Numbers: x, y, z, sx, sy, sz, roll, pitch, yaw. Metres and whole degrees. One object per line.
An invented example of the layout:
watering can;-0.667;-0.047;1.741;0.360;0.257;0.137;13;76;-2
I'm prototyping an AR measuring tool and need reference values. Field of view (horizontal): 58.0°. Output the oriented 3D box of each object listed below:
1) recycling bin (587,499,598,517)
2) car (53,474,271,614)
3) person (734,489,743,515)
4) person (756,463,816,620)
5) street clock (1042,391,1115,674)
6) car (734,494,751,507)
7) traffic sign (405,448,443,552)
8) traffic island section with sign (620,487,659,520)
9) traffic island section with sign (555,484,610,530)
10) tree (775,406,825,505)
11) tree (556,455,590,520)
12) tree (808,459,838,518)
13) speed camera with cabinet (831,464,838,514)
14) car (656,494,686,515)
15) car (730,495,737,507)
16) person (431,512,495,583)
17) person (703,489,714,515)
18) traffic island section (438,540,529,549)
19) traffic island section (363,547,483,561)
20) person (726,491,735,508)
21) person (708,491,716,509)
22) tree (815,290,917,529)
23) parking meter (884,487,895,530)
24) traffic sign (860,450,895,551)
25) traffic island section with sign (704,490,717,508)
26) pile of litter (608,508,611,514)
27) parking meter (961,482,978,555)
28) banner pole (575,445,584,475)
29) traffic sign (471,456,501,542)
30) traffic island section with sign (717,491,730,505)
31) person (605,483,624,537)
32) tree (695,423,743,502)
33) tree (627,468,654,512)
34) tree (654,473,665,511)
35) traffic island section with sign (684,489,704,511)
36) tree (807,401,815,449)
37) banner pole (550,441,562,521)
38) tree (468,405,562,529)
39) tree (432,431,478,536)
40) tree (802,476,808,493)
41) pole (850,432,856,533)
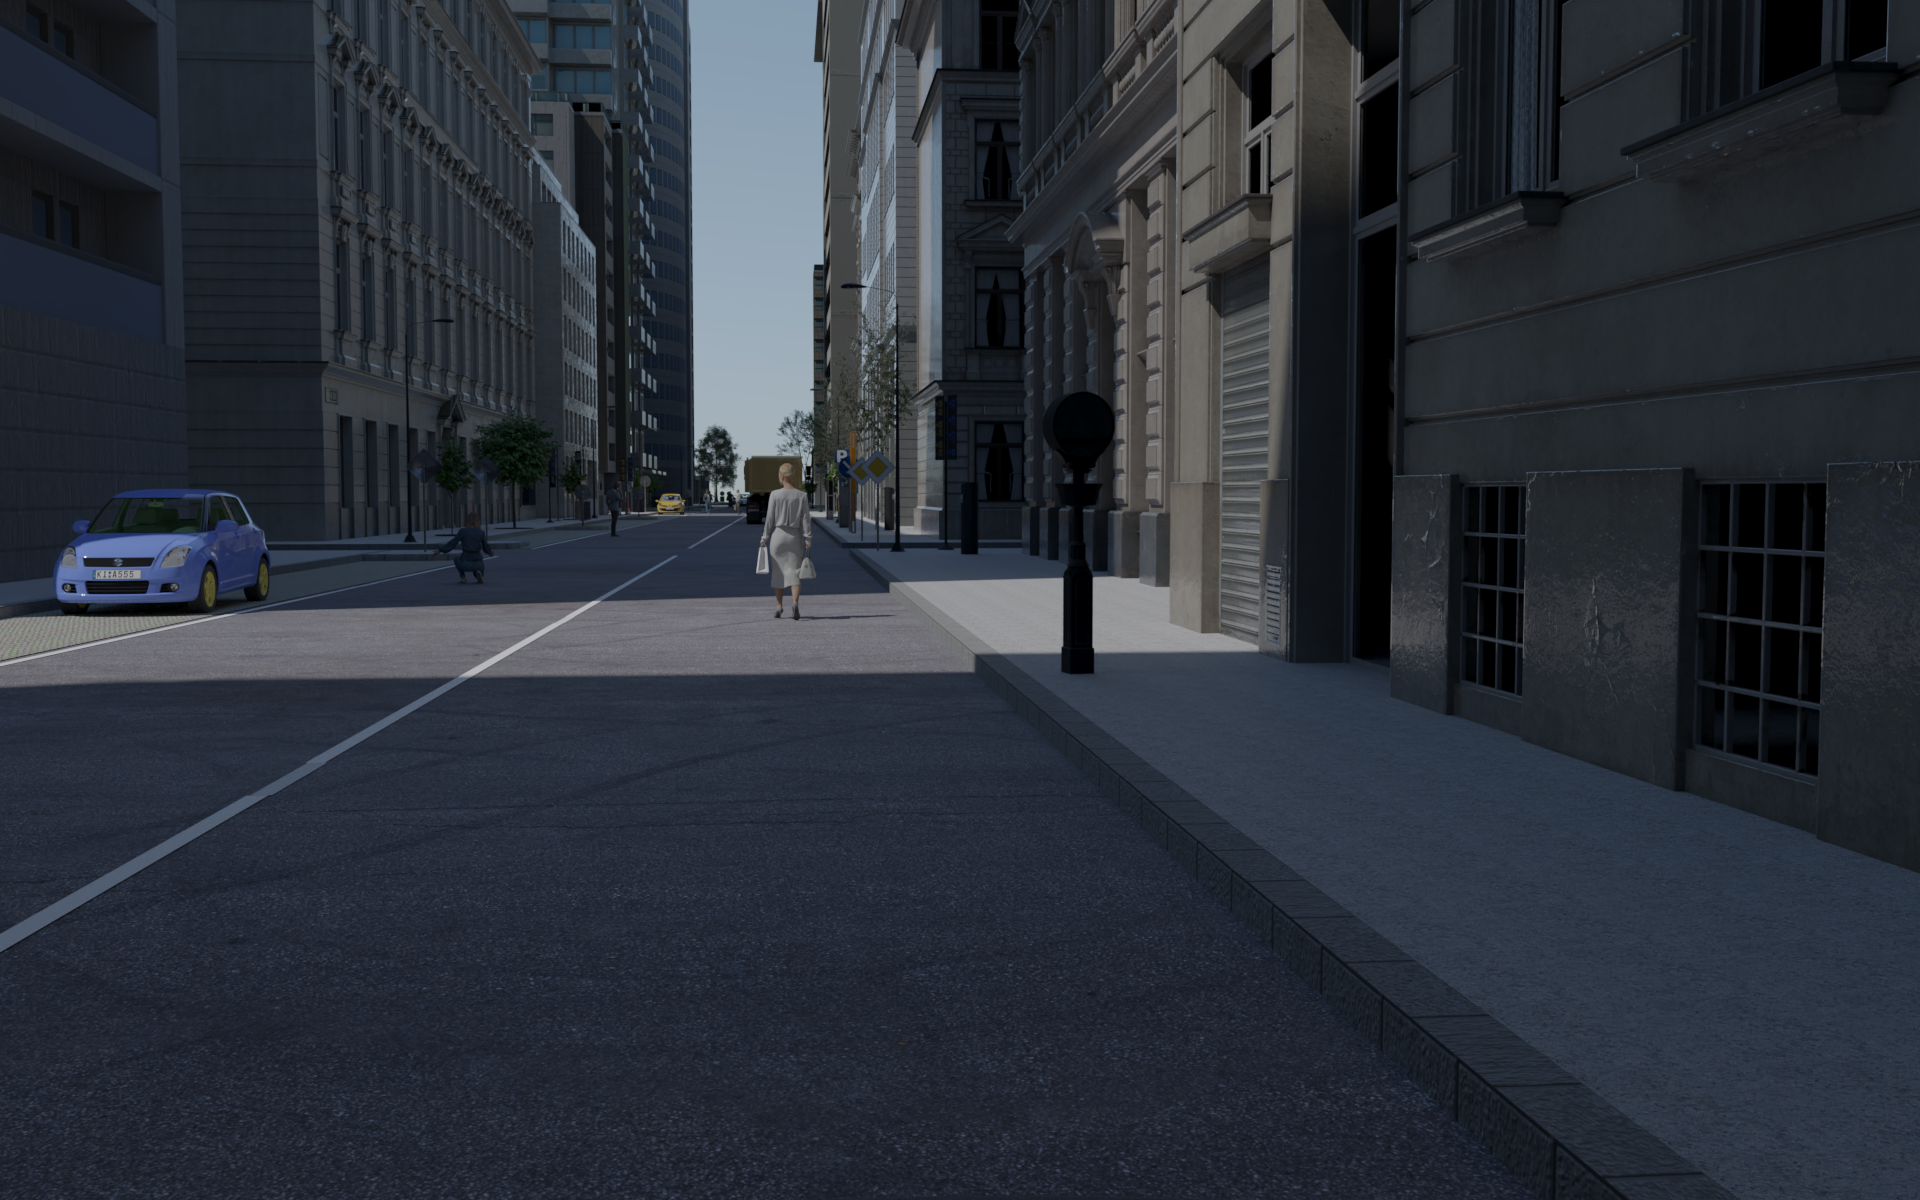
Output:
recycling bin;-20.744;-5.170;97.081;0.722;1.027;0.722;-3;4;-38
car;-9.950;-0.743;21.735;1.945;1.707;3.694;0;4;-7
person;-15.016;-6.641;117.570;0.515;1.767;0.782;-1;4;-18
person;-1.999;-0.667;19.758;0.694;1.780;0.624;0;4;1
street clock;0.845;-0.477;12.371;0.471;2.002;0.358;-1;4;-17
car;-21.645;-9.930;174.156;2.131;1.459;4.920;0;4;-6
traffic sign;-11.806;-2.113;38.185;0.795;2.450;0.064;0;4;-6
traffic island section with sign;-17.679;-5.317;95.554;1.989;1.847;2.006;0;4;-6
traffic island section with sign;-14.949;-3.676;68.737;1.989;1.847;2.006;0;4;-6
tree;-18.212;-17.147;206.112;9.928;11.665;9.643;0;3;0
tree;-19.119;-5.586;85.937;1.663;3.219;1.824;0;3;0
tree;-6.978;-6.138;94.964;1.663;3.219;1.824;0;3;0
speed camera with cabinet;-8.318;-7.270;113.201;0.660;3.252;2.038;0;4;6
car;-19.890;-6.668;119.244;2.015;1.641;3.980;0;4;-7
car;-25.110;-11.171;195.225;1.945;1.354;3.894;0;4;-7
person;-7.980;-0.849;27.879;1.012;1.151;0.738;-1;4;-21
person;-17.221;-6.700;118.387;0.623;1.781;0.721;-2;4;-32
traffic island section;-12.639;-1.462;46.189;2.009;0.180;2.903;0;4;-6
traffic island section;-11.829;-0.976;38.245;2.009;0.180;2.903;0;4;-6
person;-23.905;-10.476;180.336;0.990;1.755;0.434;1;4;13
person;-23.259;-9.285;161.018;1.217;1.736;0.721;-1;4;-11
tree;-3.062;-6.888;62.986;4.360;8.622;3.978;0;3;0
parking meter;-2.492;-3.231;61.245;0.372;1.533;0.369;0;3;0
traffic sign;-1.861;-2.173;39.174;0.795;2.450;0.064;0;4;-6
traffic island section with sign;-25.523;-10.026;172.552;1.989;1.847;2.006;0;4;-6
pile of litter;-23.758;-6.232;115.859;1.176;0.858;1.719;0;4;-7
parking meter;0.203;-1.741;36.883;0.372;1.533;0.369;0;3;0
banner pole;-19.292;-5.994;88.021;0.863;3.779;0.401;3;4;36
traffic sign;-12.616;-2.599;46.129;0.795;2.450;0.064;0;4;-6
traffic island section with sign;-31.071;-13.353;226.944;1.989;1.847;2.006;0;4;-6
person;-11.653;-3.044;58.450;0.473;1.802;0.592;-3;5;-39
tree;-39.293;-22.126;278.767;9.611;12.733;9.660;0;3;0
tree;-23.459;-8.059;126.358;1.663;3.219;1.824;0;3;0
tree;-23.471;-8.383;131.657;1.663;3.219;1.824;0;3;0
traffic island section with sign;-22.798;-8.386;145.735;1.989;1.847;2.006;0;4;-6
tree;-9.098;-10.759;126.274;4.360;8.622;3.978;0;3;0
banner pole;-19.209;-5.633;82.121;0.863;3.779;0.401;3;5;42
tree;-16.413;-4.910;63.993;4.285;4.588;4.351;0;3;0
tree;-15.391;-3.564;52.875;1.663;3.219;1.824;0;3;0
tree;-14.086;-10.389;164.461;1.663;3.219;1.824;0;3;0
pole;-3.507;-3.854;56.848;0.158;3.312;0.155;0;3;0
